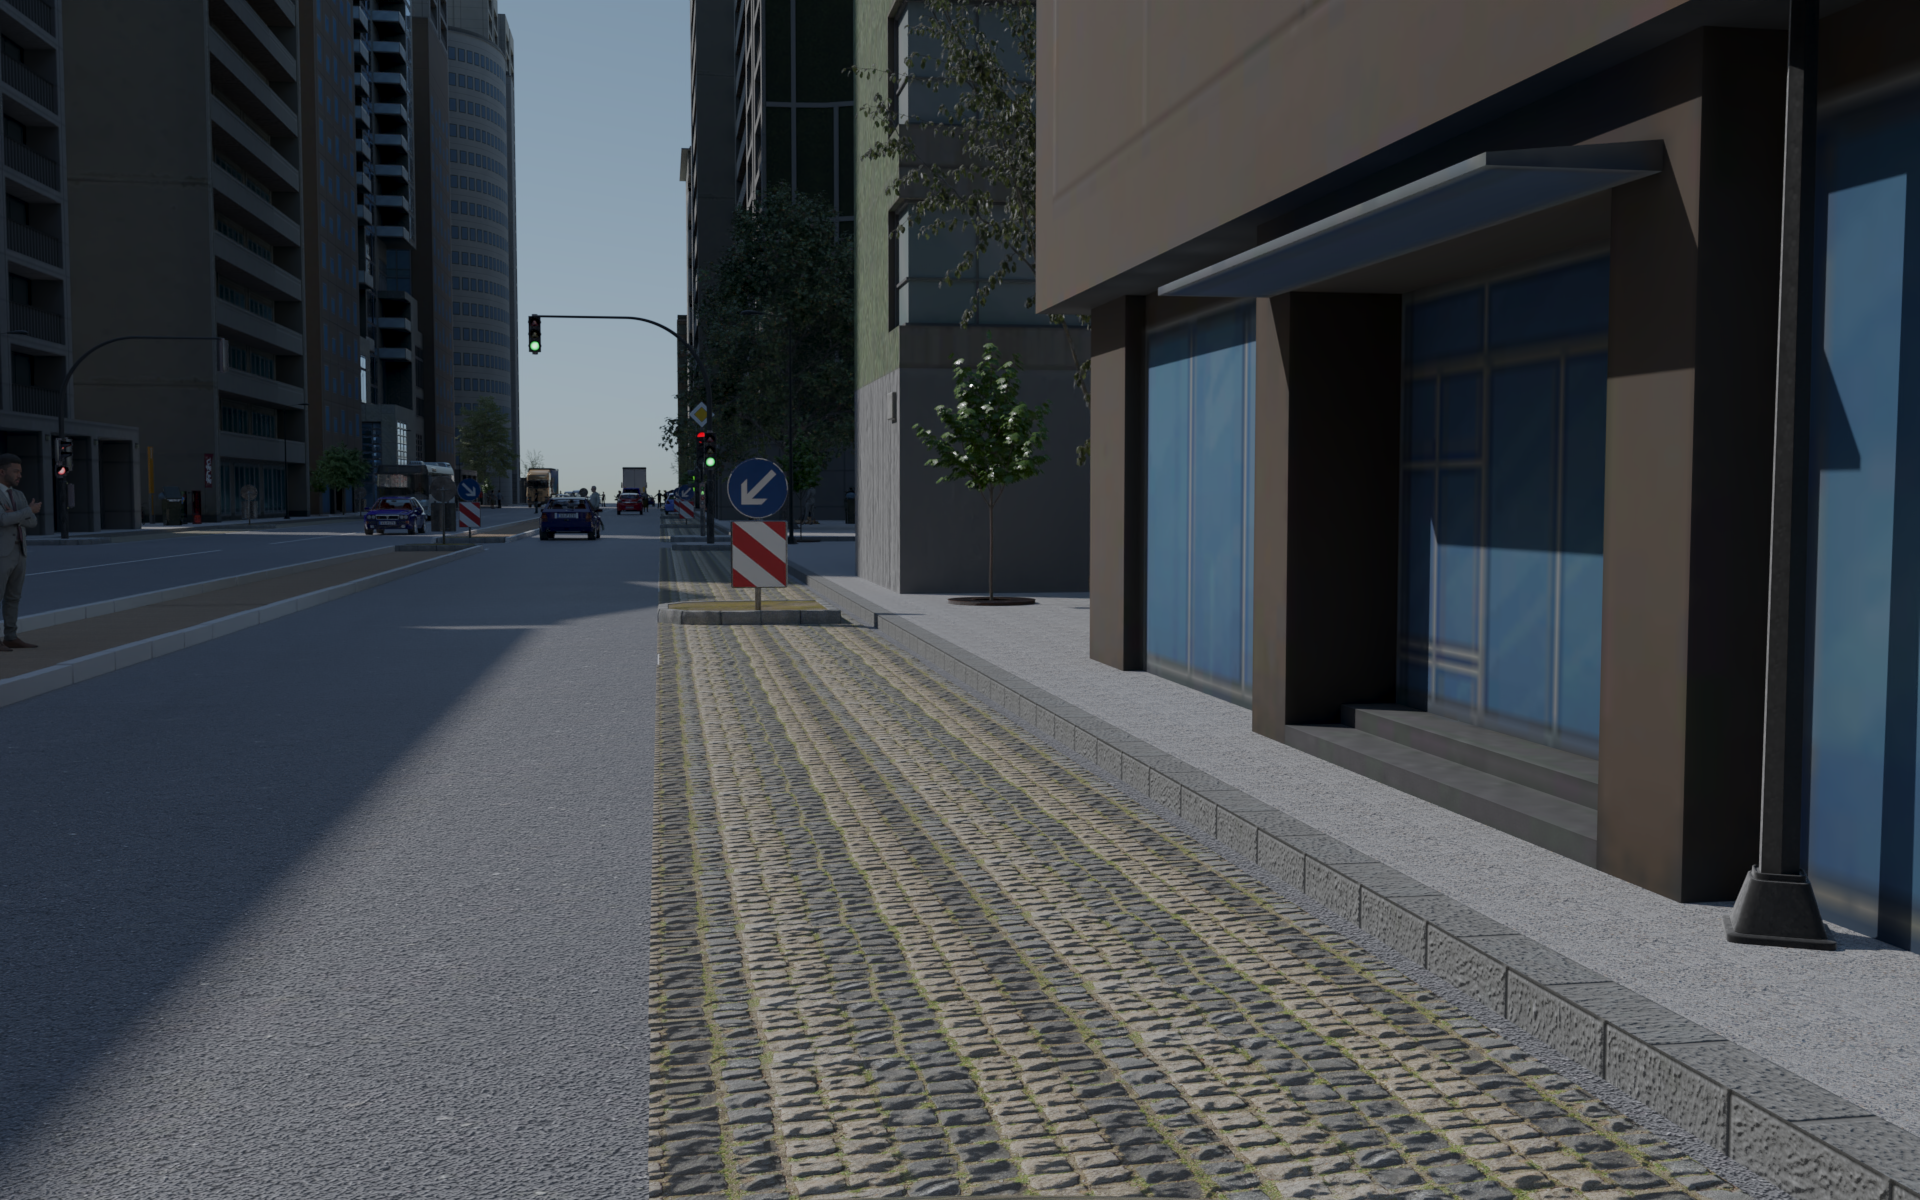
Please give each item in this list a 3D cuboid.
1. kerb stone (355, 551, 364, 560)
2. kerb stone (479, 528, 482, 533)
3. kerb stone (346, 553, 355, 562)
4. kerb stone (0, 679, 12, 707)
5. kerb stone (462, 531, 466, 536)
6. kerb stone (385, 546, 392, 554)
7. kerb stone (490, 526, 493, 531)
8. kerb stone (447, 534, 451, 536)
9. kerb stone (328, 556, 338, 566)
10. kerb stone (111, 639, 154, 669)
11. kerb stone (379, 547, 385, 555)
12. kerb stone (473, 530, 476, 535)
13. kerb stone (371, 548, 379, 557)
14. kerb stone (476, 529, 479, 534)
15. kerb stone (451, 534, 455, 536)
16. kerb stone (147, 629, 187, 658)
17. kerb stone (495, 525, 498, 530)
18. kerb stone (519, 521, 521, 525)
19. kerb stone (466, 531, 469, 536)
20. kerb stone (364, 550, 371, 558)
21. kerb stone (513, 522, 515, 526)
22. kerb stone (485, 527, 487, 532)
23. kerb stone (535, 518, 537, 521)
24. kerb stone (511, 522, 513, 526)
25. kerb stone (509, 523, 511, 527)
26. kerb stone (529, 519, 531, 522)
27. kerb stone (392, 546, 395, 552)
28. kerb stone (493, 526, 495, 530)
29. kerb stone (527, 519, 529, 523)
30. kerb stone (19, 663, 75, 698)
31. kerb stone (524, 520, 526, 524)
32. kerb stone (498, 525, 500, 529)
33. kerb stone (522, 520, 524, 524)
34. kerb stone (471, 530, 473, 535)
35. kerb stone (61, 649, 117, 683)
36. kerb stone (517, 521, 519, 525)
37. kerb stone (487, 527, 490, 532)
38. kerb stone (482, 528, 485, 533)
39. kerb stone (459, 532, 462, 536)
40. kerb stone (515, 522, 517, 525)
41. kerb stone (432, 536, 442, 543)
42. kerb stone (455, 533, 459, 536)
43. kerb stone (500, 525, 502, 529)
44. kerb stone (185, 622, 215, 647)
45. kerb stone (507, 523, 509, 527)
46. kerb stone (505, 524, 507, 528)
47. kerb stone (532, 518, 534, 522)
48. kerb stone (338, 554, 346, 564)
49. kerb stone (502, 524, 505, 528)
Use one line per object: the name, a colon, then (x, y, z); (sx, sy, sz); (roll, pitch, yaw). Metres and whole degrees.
kerb stone: (-13.108, -0.934, 37.470); (0.120, 0.150, 1.000); (-1, 4, -10)
kerb stone: (-17.385, -2.449, 62.237); (0.120, 0.150, 1.000); (-1, 4, -10)
kerb stone: (-12.935, -0.873, 36.462); (0.120, 0.150, 1.000); (-1, 4, -10)
kerb stone: (-6.498, 0.651, 11.570); (0.120, 0.150, 1.000); (-1, 4, -10)
kerb stone: (-16.518, -2.140, 57.191); (0.120, 0.150, 1.000); (-1, 4, -10)
kerb stone: (-13.810, -1.181, 41.509); (0.120, 0.150, 1.000); (-1, 4, -10)
kerb stone: (-18.084, -2.696, 66.278); (0.120, 0.150, 1.000); (-1, 4, -10)
kerb stone: (-15.825, -1.894, 53.154); (0.120, 0.150, 1.000); (-1, 4, -10)
kerb stone: (-12.586, -0.749, 34.441); (0.120, 0.150, 1.000); (-1, 4, -10)
kerb stone: (-7.026, 0.465, 14.599); (0.120, 0.150, 1.000); (-1, 4, -10)
kerb stone: (-13.637, -1.120, 40.502); (0.120, 0.150, 1.000); (-1, 4, -10)
kerb stone: (-17.046, -2.321, 60.213); (0.120, 0.150, 1.000); (-1, 4, -10)
kerb stone: (-13.452, -1.058, 39.496); (0.120, 0.150, 1.000); (-1, 4, -10)
kerb stone: (-17.219, -2.387, 61.228); (0.120, 0.150, 1.000); (-1, 4, -10)
kerb stone: (-15.998, -1.954, 54.162); (0.120, 0.150, 1.000); (-1, 4, -10)
kerb stone: (-7.193, 0.403, 15.610); (0.120, 0.150, 1.000); (-1, 4, -10)
kerb stone: (-18.436, -2.817, 68.294); (0.120, 0.150, 1.000); (-1, 4, -10)
kerb stone: (-20.361, -3.498, 79.401); (0.120, 0.150, 1.000); (-1, 4, -10)
kerb stone: (-16.698, -2.202, 58.199); (0.120, 0.150, 1.000); (-1, 4, -10)
kerb stone: (-13.281, -0.994, 38.478); (0.120, 0.150, 1.000); (-1, 4, -10)
kerb stone: (-19.851, -3.312, 76.371); (0.120, 0.150, 1.000); (-1, 4, -10)
kerb stone: (-17.736, -2.573, 64.256); (0.120, 0.150, 1.000); (-1, 4, -10)
kerb stone: (-22.111, -4.118, 89.519); (0.120, 0.150, 1.000); (-1, 4, -10)
kerb stone: (-19.664, -3.252, 75.367); (0.120, 0.150, 1.000); (-1, 4, -10)
kerb stone: (-19.493, -3.190, 74.359); (0.120, 0.150, 1.000); (-1, 4, -10)
kerb stone: (-21.407, -3.871, 85.481); (0.120, 0.150, 1.000); (-1, 4, -10)
kerb stone: (-13.985, -1.243, 42.520); (0.120, 0.150, 1.000); (-1, 4, -10)
kerb stone: (-18.270, -2.758, 67.286); (0.120, 0.150, 1.000); (-1, 4, -10)
kerb stone: (-21.228, -3.808, 84.462); (0.120, 0.150, 1.000); (-1, 4, -10)
kerb stone: (-6.679, 0.597, 12.577); (0.120, 0.150, 1.000); (-1, 4, -10)
kerb stone: (-20.883, -3.683, 82.430); (0.120, 0.150, 1.000); (-1, 4, -10)
kerb stone: (-18.610, -2.881, 69.301); (0.120, 0.150, 1.000); (-1, 4, -10)
kerb stone: (-20.709, -3.622, 81.415); (0.120, 0.150, 1.000); (-1, 4, -10)
kerb stone: (-16.862, -2.264, 59.208); (0.120, 0.150, 1.000); (-1, 4, -10)
kerb stone: (-6.851, 0.526, 13.589); (0.120, 0.150, 1.000); (-1, 4, -10)
kerb stone: (-20.188, -3.437, 78.393); (0.120, 0.150, 1.000); (-1, 4, -10)
kerb stone: (-17.917, -2.629, 65.270); (0.120, 0.150, 1.000); (-1, 4, -10)
kerb stone: (-17.563, -2.503, 63.249); (0.120, 0.150, 1.000); (-1, 4, -10)
kerb stone: (-16.340, -2.079, 56.180); (0.120, 0.150, 1.000); (-1, 4, -10)
kerb stone: (-20.017, -3.375, 77.380); (0.120, 0.150, 1.000); (-1, 4, -10)
kerb stone: (-15.475, -1.770, 51.136); (0.120, 0.150, 1.000); (-1, 4, -10)
kerb stone: (-16.170, -2.017, 55.169); (0.120, 0.150, 1.000); (-1, 4, -10)
kerb stone: (-18.792, -2.943, 70.307); (0.120, 0.150, 1.000); (-1, 4, -10)
kerb stone: (-7.366, 0.346, 16.618); (0.120, 0.150, 1.000); (-1, 4, -10)
kerb stone: (-19.319, -3.129, 73.349); (0.120, 0.150, 1.000); (-1, 4, -10)
kerb stone: (-19.129, -3.065, 72.334); (0.120, 0.150, 1.000); (-1, 4, -10)
kerb stone: (-21.769, -3.994, 87.504); (0.120, 0.150, 1.000); (-1, 4, -10)
kerb stone: (-12.765, -0.810, 35.455); (0.120, 0.150, 1.000); (-1, 4, -10)
kerb stone: (-18.967, -3.003, 71.314); (0.120, 0.150, 1.000); (-1, 4, -10)
